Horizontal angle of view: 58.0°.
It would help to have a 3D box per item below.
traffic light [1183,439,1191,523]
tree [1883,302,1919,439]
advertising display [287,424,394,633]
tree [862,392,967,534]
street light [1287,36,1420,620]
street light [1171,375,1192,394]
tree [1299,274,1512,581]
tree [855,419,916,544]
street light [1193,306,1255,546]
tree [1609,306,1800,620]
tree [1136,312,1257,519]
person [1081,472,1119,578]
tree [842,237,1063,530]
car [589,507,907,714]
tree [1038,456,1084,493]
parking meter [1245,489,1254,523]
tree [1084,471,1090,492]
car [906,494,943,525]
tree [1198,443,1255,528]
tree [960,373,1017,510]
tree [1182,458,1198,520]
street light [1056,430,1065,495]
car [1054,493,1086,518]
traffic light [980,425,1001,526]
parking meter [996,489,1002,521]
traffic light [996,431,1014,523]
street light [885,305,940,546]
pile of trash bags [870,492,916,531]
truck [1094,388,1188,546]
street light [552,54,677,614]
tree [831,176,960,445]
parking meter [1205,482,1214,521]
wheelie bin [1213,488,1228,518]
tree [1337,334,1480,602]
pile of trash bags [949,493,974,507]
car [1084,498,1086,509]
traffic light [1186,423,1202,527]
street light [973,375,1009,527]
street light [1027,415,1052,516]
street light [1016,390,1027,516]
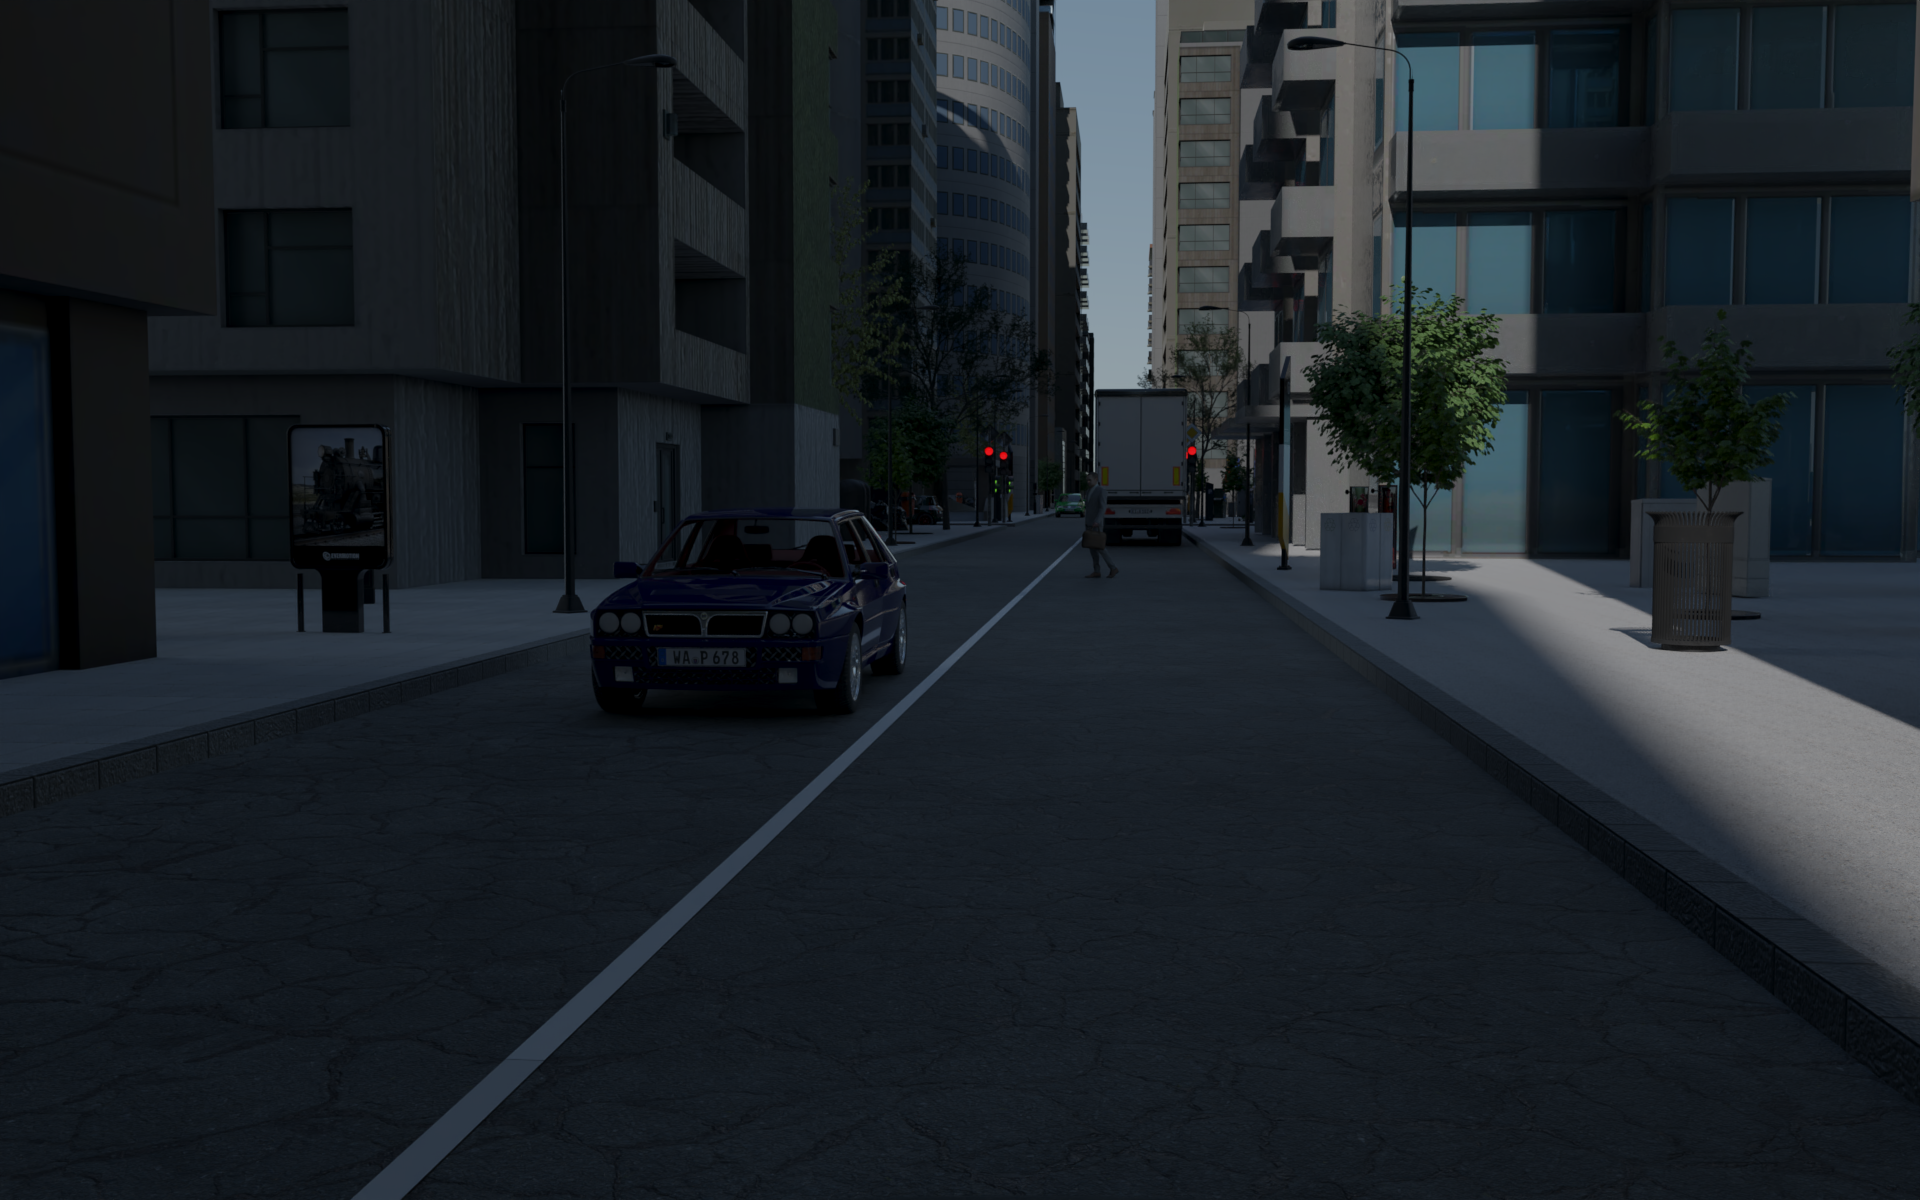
[{"bbox_3d":[9.899,-5.344,76.292,0.839,4.253,0.868,0,4,6],"label":"traffic light"},{"bbox_3d":[13.692,-2.351,22.159,4.285,4.588,4.351,0,3,0],"label":"tree"},{"bbox_3d":[-5.719,-0.660,16.005,0.974,1.923,0.123,1,4,9],"label":"advertising display"},{"bbox_3d":[-1.494,-4.396,55.583,4.285,4.588,4.351,0,3,0],"label":"tree"},{"bbox_3d":[4.021,-2.762,17.707,1.470,5.913,1.316,0,4,6],"label":"street light"},{"bbox_3d":[8.919,-5.811,67.553,1.470,5.913,1.316,0,4,6],"label":"street light"},{"bbox_3d":[6.739,-2.591,26.070,4.285,4.588,4.351,0,3,0],"label":"tree"},{"bbox_3d":[-1.617,-3.067,44.749,1.663,3.219,1.824,0,3,0],"label":"tree"},{"bbox_3d":[6.578,-4.296,42.788,1.470,5.913,1.316,0,4,6],"label":"street light"},{"bbox_3d":[7.830,-1.423,17.876,1.663,3.219,1.824,0,3,0],"label":"tree"},{"bbox_3d":[12.322,-9.508,89.867,8.767,10.594,7.601,0,4,6],"label":"tree"},{"bbox_3d":[2.307,-1.284,29.612,0.853,1.813,0.709,-2,4,-33],"label":"person"},{"bbox_3d":[-0.407,-7.811,62.129,8.767,10.594,7.601,1,4,9],"label":"tree"},{"bbox_3d":[-1.415,0.000,12.581,1.945,1.354,3.894,0,4,5],"label":"car"},{"bbox_3d":[7.336,-9.944,146.295,4.285,4.588,4.351,0,3,0],"label":"tree"},{"bbox_3d":[12.752,-4.154,76.324,0.372,1.533,0.369,0,3,0],"label":"parking meter"},{"bbox_3d":[15.487,-14.699,224.040,4.285,4.588,4.351,0,3,0],"label":"tree"},{"bbox_3d":[-2.730,-3.846,72.663,4.222,1.686,2.009,0,4,6],"label":"car"},{"bbox_3d":[10.207,-4.295,64.828,1.663,3.219,1.824,0,3,0],"label":"tree"},{"bbox_3d":[1.094,-9.383,103.768,4.737,8.622,4.395,0,3,0],"label":"tree"},{"bbox_3d":[11.704,-5.503,84.575,1.663,3.219,1.824,0,3,0],"label":"tree"},{"bbox_3d":[6.915,-9.417,126.503,1.470,5.913,1.316,0,4,6],"label":"street light"},{"bbox_3d":[6.802,-5.988,106.706,1.959,1.807,4.718,0,4,5],"label":"car"},{"bbox_3d":[1.197,-4.904,69.101,0.839,4.253,0.868,0,4,6],"label":"traffic light"},{"bbox_3d":[1.798,-4.504,82.053,0.372,1.533,0.369,0,3,0],"label":"parking meter"},{"bbox_3d":[1.974,-5.390,77.048,0.839,4.253,0.868,0,4,6],"label":"traffic light"},{"bbox_3d":[-1.188,-4.295,42.758,1.470,5.913,1.316,0,4,6],"label":"street light"},{"bbox_3d":[-2.614,-3.139,61.082,1.912,1.369,3.447,2,4,31],"label":"pile of trash bags"},{"bbox_3d":[5.366,-3.835,51.616,2.839,4.237,11.283,0,4,6],"label":"truck"},{"bbox_3d":[-3.684,-2.812,18.517,1.470,5.913,1.316,0,4,6],"label":"street light"},{"bbox_3d":[-3.223,-5.413,38.869,4.737,8.622,4.395,0,3,0],"label":"tree"},{"bbox_3d":[11.942,-4.717,82.834,0.399,1.863,0.255,0,4,-5],"label":"parking meter"},{"bbox_3d":[13.800,-5.153,92.157,0.980,1.594,0.693,2,4,32],"label":"wheelie bin"},{"bbox_3d":[5.688,-1.617,21.046,1.663,3.219,1.824,0,3,0],"label":"tree"},{"bbox_3d":[-0.064,-6.083,109.207,1.912,1.369,3.447,0,4,-2],"label":"pile of trash bags"},{"bbox_3d":[13.018,-9.511,167.510,2.014,1.417,4.499,0,4,8],"label":"car"},{"bbox_3d":[9.122,-4.858,68.345,0.839,4.253,0.868,0,4,6],"label":"traffic light"},{"bbox_3d":[1.217,-5.800,67.377,1.470,5.913,1.316,0,4,6],"label":"street light"},{"bbox_3d":[4.488,-7.885,101.466,1.470,5.913,1.316,0,4,6],"label":"street light"},{"bbox_3d":[2.091,-6.385,76.928,1.470,5.913,1.316,0,4,6],"label":"street light"}]
